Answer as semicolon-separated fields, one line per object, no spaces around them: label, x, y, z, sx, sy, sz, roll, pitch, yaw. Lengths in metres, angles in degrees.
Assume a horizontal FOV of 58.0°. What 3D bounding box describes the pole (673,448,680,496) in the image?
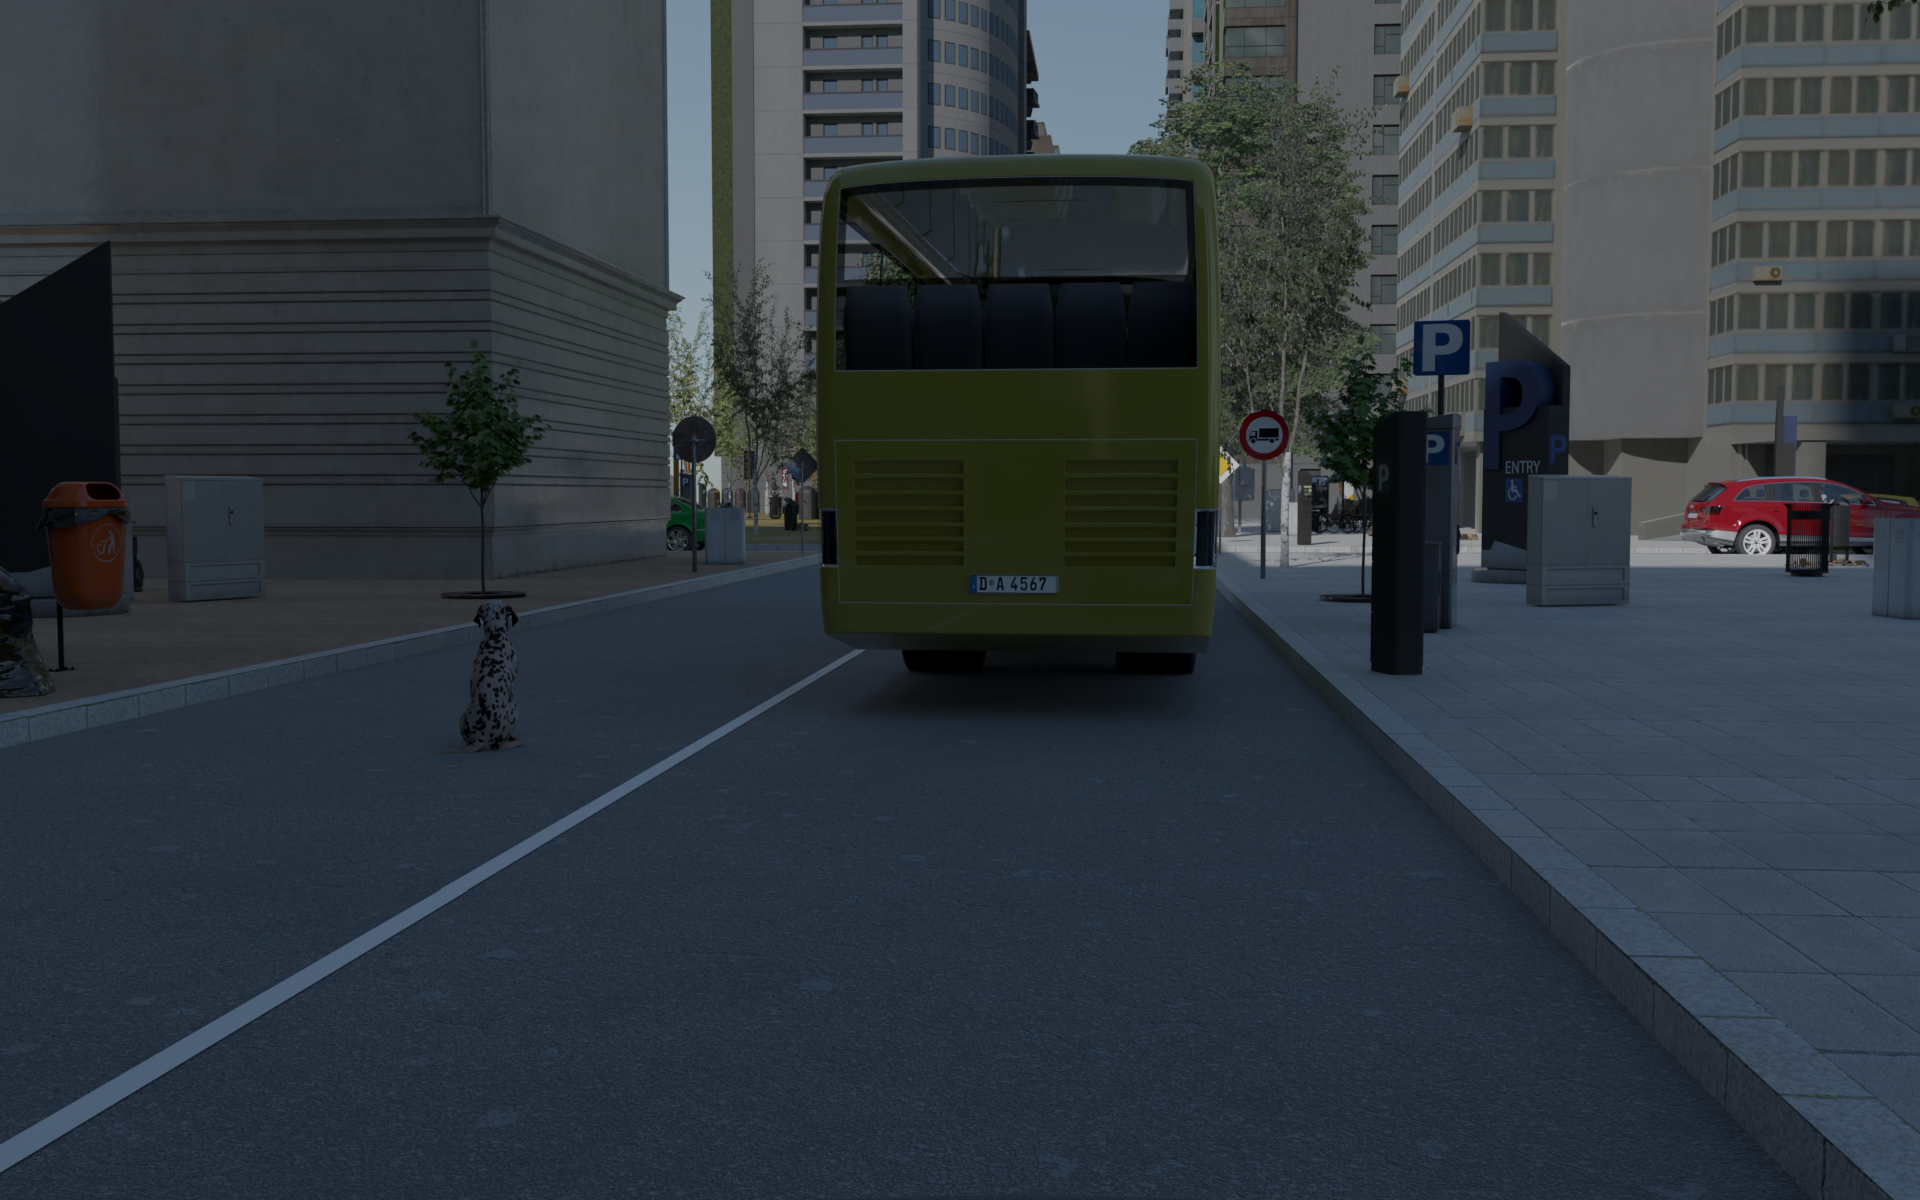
pole;-10.160;-4.171;62.041;0.158;3.312;0.155;0;3;0

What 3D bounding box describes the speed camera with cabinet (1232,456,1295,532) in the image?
speed camera with cabinet;10.301;-3.941;58.777;2.038;3.252;0.660;0;4;-2

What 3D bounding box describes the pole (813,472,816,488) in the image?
pole;-9.097;-6.993;108.179;0.158;3.312;0.155;0;3;0

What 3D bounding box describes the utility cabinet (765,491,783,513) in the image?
utility cabinet;-12.231;-6.436;113.912;1.173;1.500;0.318;0;4;-5

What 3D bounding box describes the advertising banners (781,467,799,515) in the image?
advertising banners;-10.192;-6.801;107.377;2.074;3.025;0.090;2;4;24

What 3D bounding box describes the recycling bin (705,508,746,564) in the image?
recycling bin;-4.328;-1.187;31.960;0.722;1.027;0.722;0;4;-6

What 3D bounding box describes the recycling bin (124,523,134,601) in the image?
recycling bin;-10.296;-0.488;20.541;0.722;1.027;0.722;0;4;-8

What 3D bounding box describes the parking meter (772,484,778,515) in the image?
parking meter;-11.213;-6.073;105.006;0.255;1.863;0.399;-2;4;-31

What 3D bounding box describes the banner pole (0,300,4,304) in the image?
banner pole;-12.486;-1.972;22.258;0.401;3.779;0.863;2;4;26

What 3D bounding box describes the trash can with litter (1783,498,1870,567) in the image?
trash can with litter;15.494;-1.228;31.142;2.233;1.210;1.678;-2;4;-32

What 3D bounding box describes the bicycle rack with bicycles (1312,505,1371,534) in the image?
bicycle rack with bicycles;12.717;-2.692;57.404;2.925;0.926;2.852;0;4;-6

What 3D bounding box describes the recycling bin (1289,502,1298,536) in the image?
recycling bin;10.288;-2.472;52.968;0.722;1.027;0.722;2;4;32

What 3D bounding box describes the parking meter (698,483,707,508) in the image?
parking meter;-13.485;-5.203;90.786;0.255;1.863;0.399;3;5;41

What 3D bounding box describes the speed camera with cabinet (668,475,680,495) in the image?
speed camera with cabinet;-13.558;-5.443;83.328;2.038;3.252;0.660;3;5;43

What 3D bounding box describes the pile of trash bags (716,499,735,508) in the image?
pile of trash bags;-7.475;-2.241;46.394;3.447;1.369;1.912;1;4;21

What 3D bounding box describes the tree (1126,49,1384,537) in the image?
tree;7.994;-8.853;51.403;9.857;13.997;8.962;0;3;0

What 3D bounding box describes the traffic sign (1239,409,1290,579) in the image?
traffic sign;4.595;-1.596;26.194;0.768;2.556;0.104;1;4;14

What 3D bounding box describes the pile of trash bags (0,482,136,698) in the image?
pile of trash bags;-6.709;-0.085;11.136;1.912;1.369;3.447;1;4;17

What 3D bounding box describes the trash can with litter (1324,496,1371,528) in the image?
trash can with litter;15.347;-3.365;66.073;2.233;1.210;1.678;-3;5;-41

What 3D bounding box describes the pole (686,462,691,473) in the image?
pole;-11.265;-4.766;71.763;0.158;3.312;0.155;0;3;0

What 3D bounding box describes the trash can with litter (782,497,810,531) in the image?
trash can with litter;-5.692;-3.004;60.497;1.055;1.170;0.624;2;4;33

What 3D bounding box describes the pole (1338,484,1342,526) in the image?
pole;15.221;-4.603;69.094;0.158;3.312;0.155;0;3;0

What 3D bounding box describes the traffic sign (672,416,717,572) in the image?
traffic sign;-4.350;-1.725;28.315;0.768;2.556;0.104;1;4;12

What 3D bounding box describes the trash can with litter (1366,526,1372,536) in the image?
trash can with litter;12.912;-2.524;52.648;1.055;1.170;0.624;-2;4;-26

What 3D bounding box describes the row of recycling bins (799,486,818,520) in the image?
row of recycling bins;-6.712;-4.948;88.020;1.069;1.692;3.534;3;5;43

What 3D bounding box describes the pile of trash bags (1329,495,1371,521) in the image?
pile of trash bags;18.248;-4.477;82.959;3.447;1.369;1.912;0;4;-3

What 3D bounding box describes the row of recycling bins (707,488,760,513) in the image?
row of recycling bins;-15.358;-6.743;117.363;3.534;1.692;1.069;-1;4;-17

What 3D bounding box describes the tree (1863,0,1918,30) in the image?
tree;7.831;-3.726;11.286;4.360;8.622;3.978;0;3;0

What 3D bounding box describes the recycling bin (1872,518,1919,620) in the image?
recycling bin;10.014;-0.333;17.994;0.722;1.027;0.722;0;3;0

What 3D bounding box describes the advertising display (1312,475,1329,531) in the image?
advertising display;12.318;-3.361;60.161;0.974;1.923;0.123;2;4;25

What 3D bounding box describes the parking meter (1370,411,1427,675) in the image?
parking meter;3.137;-0.410;12.408;0.255;1.863;0.399;-1;4;-12

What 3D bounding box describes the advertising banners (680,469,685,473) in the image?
advertising banners;-20.155;-7.668;121.563;2.074;3.025;0.090;0;4;3

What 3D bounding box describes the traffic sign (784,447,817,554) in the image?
traffic sign;-3.387;-2.054;37.224;0.795;2.450;0.064;0;4;5

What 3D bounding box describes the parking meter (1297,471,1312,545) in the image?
parking meter;8.648;-2.308;43.452;0.255;1.863;0.399;-1;4;-11

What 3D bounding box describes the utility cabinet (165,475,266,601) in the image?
utility cabinet;-8.989;-0.751;20.958;0.318;1.500;1.173;2;4;27

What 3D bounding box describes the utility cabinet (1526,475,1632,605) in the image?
utility cabinet;7.107;-0.684;19.867;1.173;1.500;0.318;-1;4;-16

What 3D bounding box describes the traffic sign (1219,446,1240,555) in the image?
traffic sign;5.465;-2.001;36.364;0.795;2.450;0.064;0;4;5
